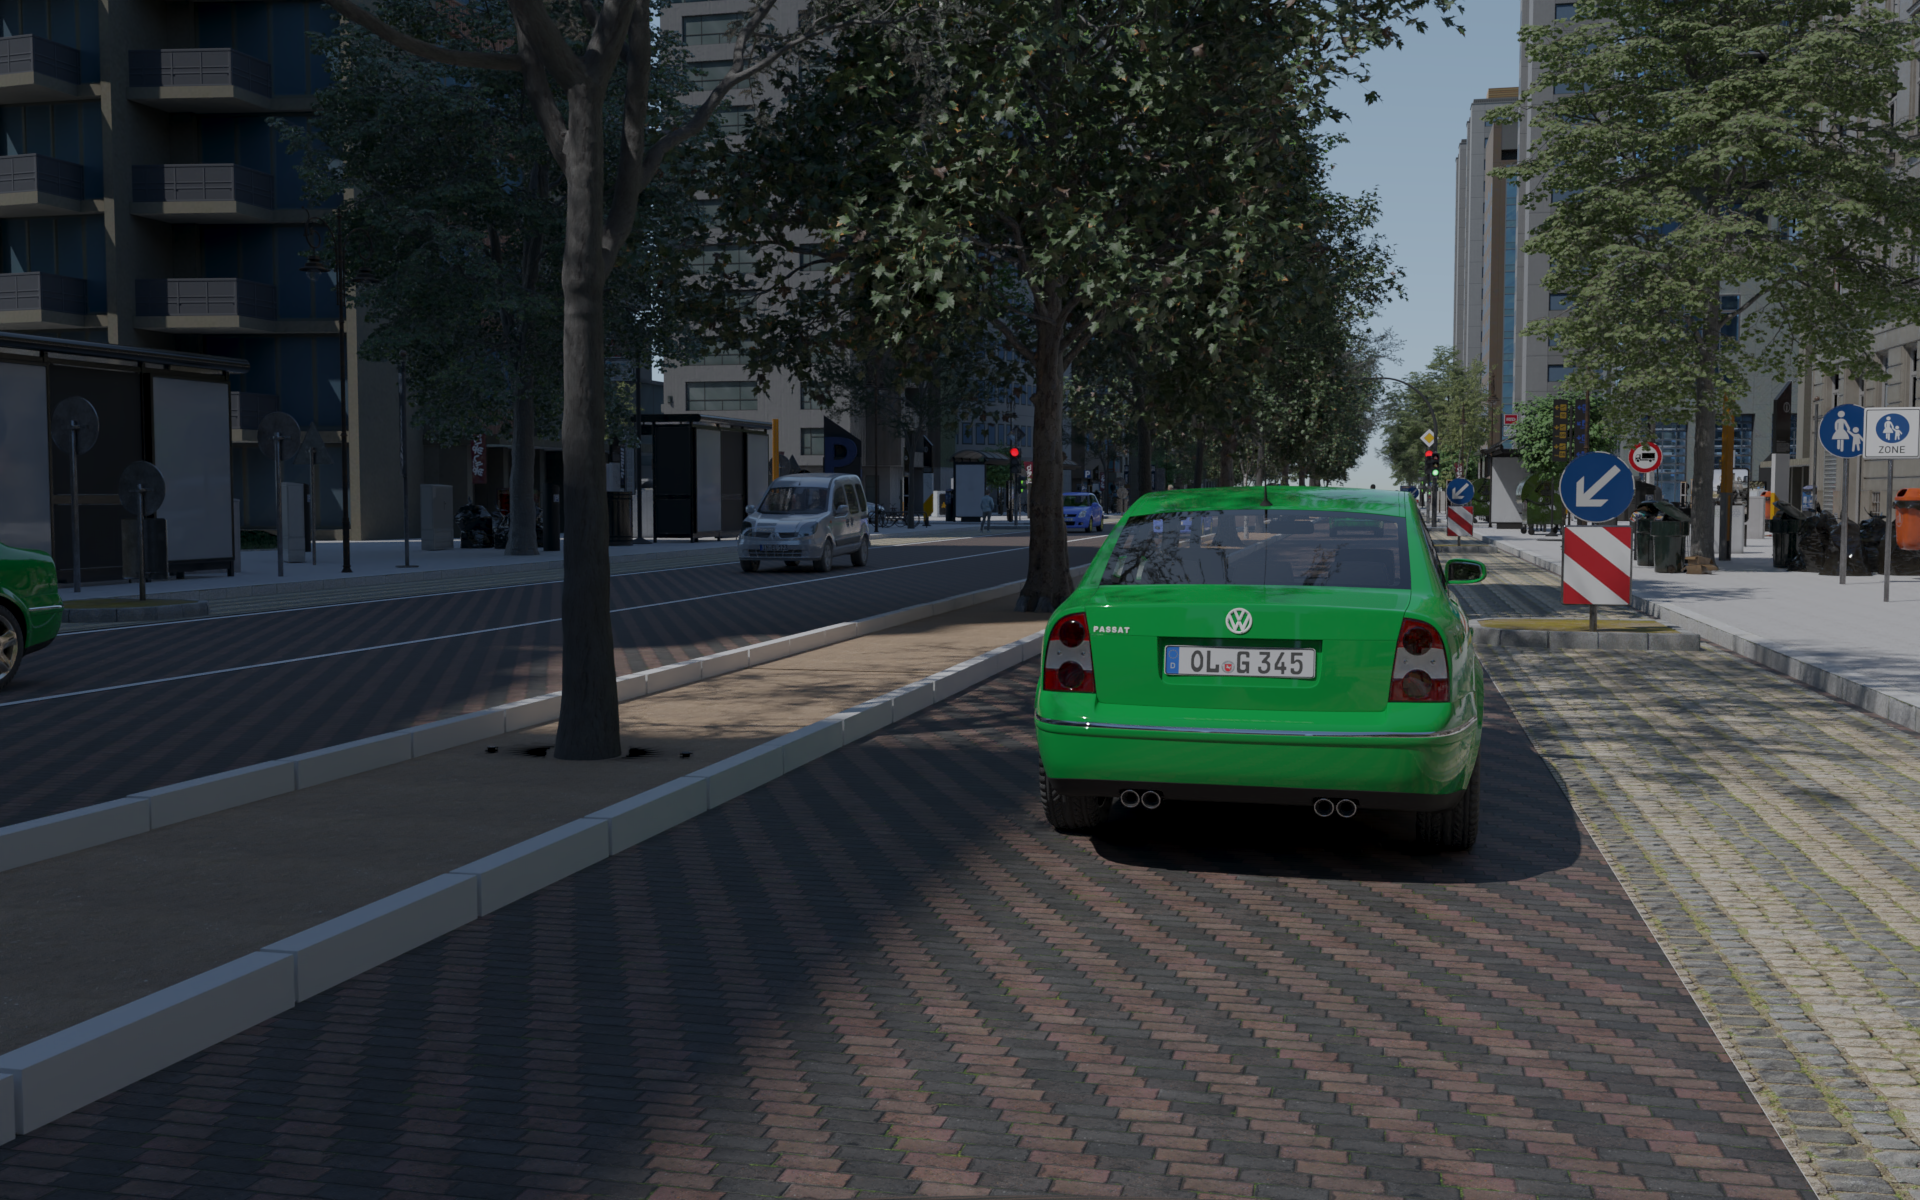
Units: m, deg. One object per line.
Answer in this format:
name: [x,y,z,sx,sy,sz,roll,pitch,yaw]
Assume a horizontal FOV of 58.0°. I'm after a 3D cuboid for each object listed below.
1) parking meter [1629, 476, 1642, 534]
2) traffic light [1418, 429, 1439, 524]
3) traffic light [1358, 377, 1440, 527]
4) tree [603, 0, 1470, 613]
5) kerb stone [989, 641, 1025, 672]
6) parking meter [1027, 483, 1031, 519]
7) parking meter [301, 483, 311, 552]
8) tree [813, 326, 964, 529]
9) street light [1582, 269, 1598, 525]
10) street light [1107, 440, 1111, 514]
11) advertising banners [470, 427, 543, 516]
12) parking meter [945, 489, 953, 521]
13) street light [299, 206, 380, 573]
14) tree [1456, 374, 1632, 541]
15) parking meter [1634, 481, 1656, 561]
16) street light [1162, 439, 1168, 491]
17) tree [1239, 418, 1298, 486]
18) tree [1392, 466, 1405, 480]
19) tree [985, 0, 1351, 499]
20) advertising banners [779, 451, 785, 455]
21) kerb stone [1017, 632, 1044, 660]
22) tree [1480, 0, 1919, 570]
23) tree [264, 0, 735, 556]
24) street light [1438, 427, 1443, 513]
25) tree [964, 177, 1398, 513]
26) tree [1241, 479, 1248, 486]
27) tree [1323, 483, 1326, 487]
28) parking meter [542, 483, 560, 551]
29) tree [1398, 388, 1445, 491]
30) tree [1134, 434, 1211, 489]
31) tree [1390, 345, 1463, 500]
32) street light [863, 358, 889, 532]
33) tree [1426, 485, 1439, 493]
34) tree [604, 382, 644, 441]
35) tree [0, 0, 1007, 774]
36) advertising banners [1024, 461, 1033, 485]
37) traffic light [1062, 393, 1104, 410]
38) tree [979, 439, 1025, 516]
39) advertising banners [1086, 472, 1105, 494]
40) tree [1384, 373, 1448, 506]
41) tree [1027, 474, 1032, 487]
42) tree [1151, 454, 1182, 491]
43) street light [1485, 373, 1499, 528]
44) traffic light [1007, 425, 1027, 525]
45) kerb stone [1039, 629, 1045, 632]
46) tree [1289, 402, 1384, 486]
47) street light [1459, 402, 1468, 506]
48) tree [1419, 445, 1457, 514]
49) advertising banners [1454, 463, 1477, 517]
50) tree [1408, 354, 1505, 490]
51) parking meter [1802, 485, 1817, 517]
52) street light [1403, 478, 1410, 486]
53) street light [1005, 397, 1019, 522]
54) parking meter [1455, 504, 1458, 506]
parking meter: [21.928,-3.091,56.254,0.255,1.863,0.399,2,4,35]
traffic light: [20.181,-5.243,74.651,0.839,4.253,0.868,1,4,13]
traffic light: [16.260,-5.662,67.234,4.771,5.953,1.251,1,4,13]
tree: [1.055,-6.192,20.699,9.611,12.733,9.660,0,3,0]
kerb stone: [0.358,0.479,14.364,0.120,0.150,1.000,1,4,13]
parking meter: [3.648,-5.165,90.162,0.255,1.863,0.399,0,4,-5]
parking meter: [-14.587,-1.832,38.369,0.372,1.533,0.369,0,3,0]
tree: [-1.985,-7.900,63.584,8.767,10.594,7.601,2,4,24]
street light: [12.919,-3.846,35.676,0.468,5.910,1.993,1,4,13]
street light: [9.295,-8.317,108.769,0.468,5.910,1.993,1,4,13]
advertising banners: [-11.758,-2.976,44.839,2.074,3.025,0.090,-3,4,-38]
parking meter: [-0.497,-4.451,81.177,0.372,1.533,0.369,0,3,0]
street light: [-10.025,-3.385,28.140,0.468,5.910,1.993,1,4,13]
tree: [16.652,-3.896,47.415,4.285,4.588,4.351,0,3,0]
parking meter: [13.212,-1.529,33.416,0.372,1.533,0.369,0,3,0]
street light: [16.488,-10.130,138.417,0.468,5.910,1.993,1,4,13]
tree: [9.071,-6.227,54.632,4.360,8.622,3.978,0,3,0]
tree: [55.015,-15.939,210.968,4.737,8.622,4.395,0,3,0]
tree: [3.214,-6.247,30.345,9.928,11.665,9.643,0,3,0]
advertising banners: [-7.656,-4.522,70.130,0.090,3.025,2.074,2,4,27]
kerb stone: [0.603,0.421,15.356,0.120,0.150,1.000,1,4,13]
tree: [12.610,-6.759,28.644,7.486,12.596,7.792,0,3,0]
tree: [-9.226,-7.919,36.123,9.857,13.997,8.962,0,3,0]
street light: [32.546,-8.842,117.347,0.468,5.910,1.993,1,4,13]
tree: [5.286,-6.254,39.120,8.767,10.594,7.601,1,4,13]
tree: [32.175,-17.706,207.626,7.486,12.596,7.792,0,3,0]
tree: [30.844,-11.837,146.347,4.737,8.622,4.395,0,3,0]
parking meter: [-9.202,-1.871,38.995,0.372,1.533,0.369,0,3,0]
tree: [41.264,-13.350,152.685,7.601,10.594,8.767,0,4,-2]
tree: [17.791,-14.099,148.653,7.486,12.596,7.792,0,3,0]
tree: [37.150,-13.087,132.103,7.486,12.596,7.792,0,3,0]
street light: [-2.810,-5.212,58.009,0.468,5.910,1.993,1,4,13]
tree: [45.441,-10.578,167.555,1.663,3.219,1.824,0,3,0]
tree: [-19.951,-9.015,97.754,4.737,8.622,4.395,0,3,0]
tree: [-2.021,-5.893,9.175,12.009,13.543,11.850,0,3,0]
advertising banners: [4.425,-5.891,92.501,2.074,3.025,0.090,0,4,6]
traffic light: [6.225,-6.321,78.013,4.771,5.953,1.251,1,4,13]
tree: [2.476,-7.334,103.616,4.285,4.588,4.351,0,3,0]
advertising banners: [10.578,-8.617,137.070,2.074,3.025,0.090,-1,4,-10]
tree: [48.690,-16.831,181.839,9.857,13.997,8.962,0,3,0]
tree: [4.413,-5.698,87.763,1.663,3.219,1.824,0,3,0]
tree: [16.435,-9.661,141.665,4.285,4.588,4.351,0,3,0]
street light: [20.277,-5.704,66.044,0.468,5.910,1.993,1,4,13]
traffic light: [2.304,-5.002,70.703,0.839,4.253,0.868,1,4,13]
kerb stone: [0.844,0.358,16.350,0.120,0.150,1.000,1,4,13]
tree: [27.053,-13.534,130.401,9.857,13.997,8.962,0,3,0]
street light: [25.249,-6.988,87.035,0.468,5.910,1.993,1,4,13]
tree: [28.607,-7.067,99.254,4.285,4.588,4.351,0,3,0]
advertising banners: [28.461,-6.109,96.063,2.074,3.025,0.090,1,4,15]
tree: [26.674,-8.644,91.687,4.737,8.622,4.395,0,3,0]
parking meter: [23.998,-2.479,48.945,0.372,1.533,0.369,0,3,0]
street light: [62.384,-16.432,241.457,0.468,5.910,1.993,1,4,13]
street light: [2.332,-6.510,79.221,0.468,5.910,1.993,1,4,13]
parking meter: [29.866,-6.002,103.846,0.399,1.863,0.255,-2,4,-27]
